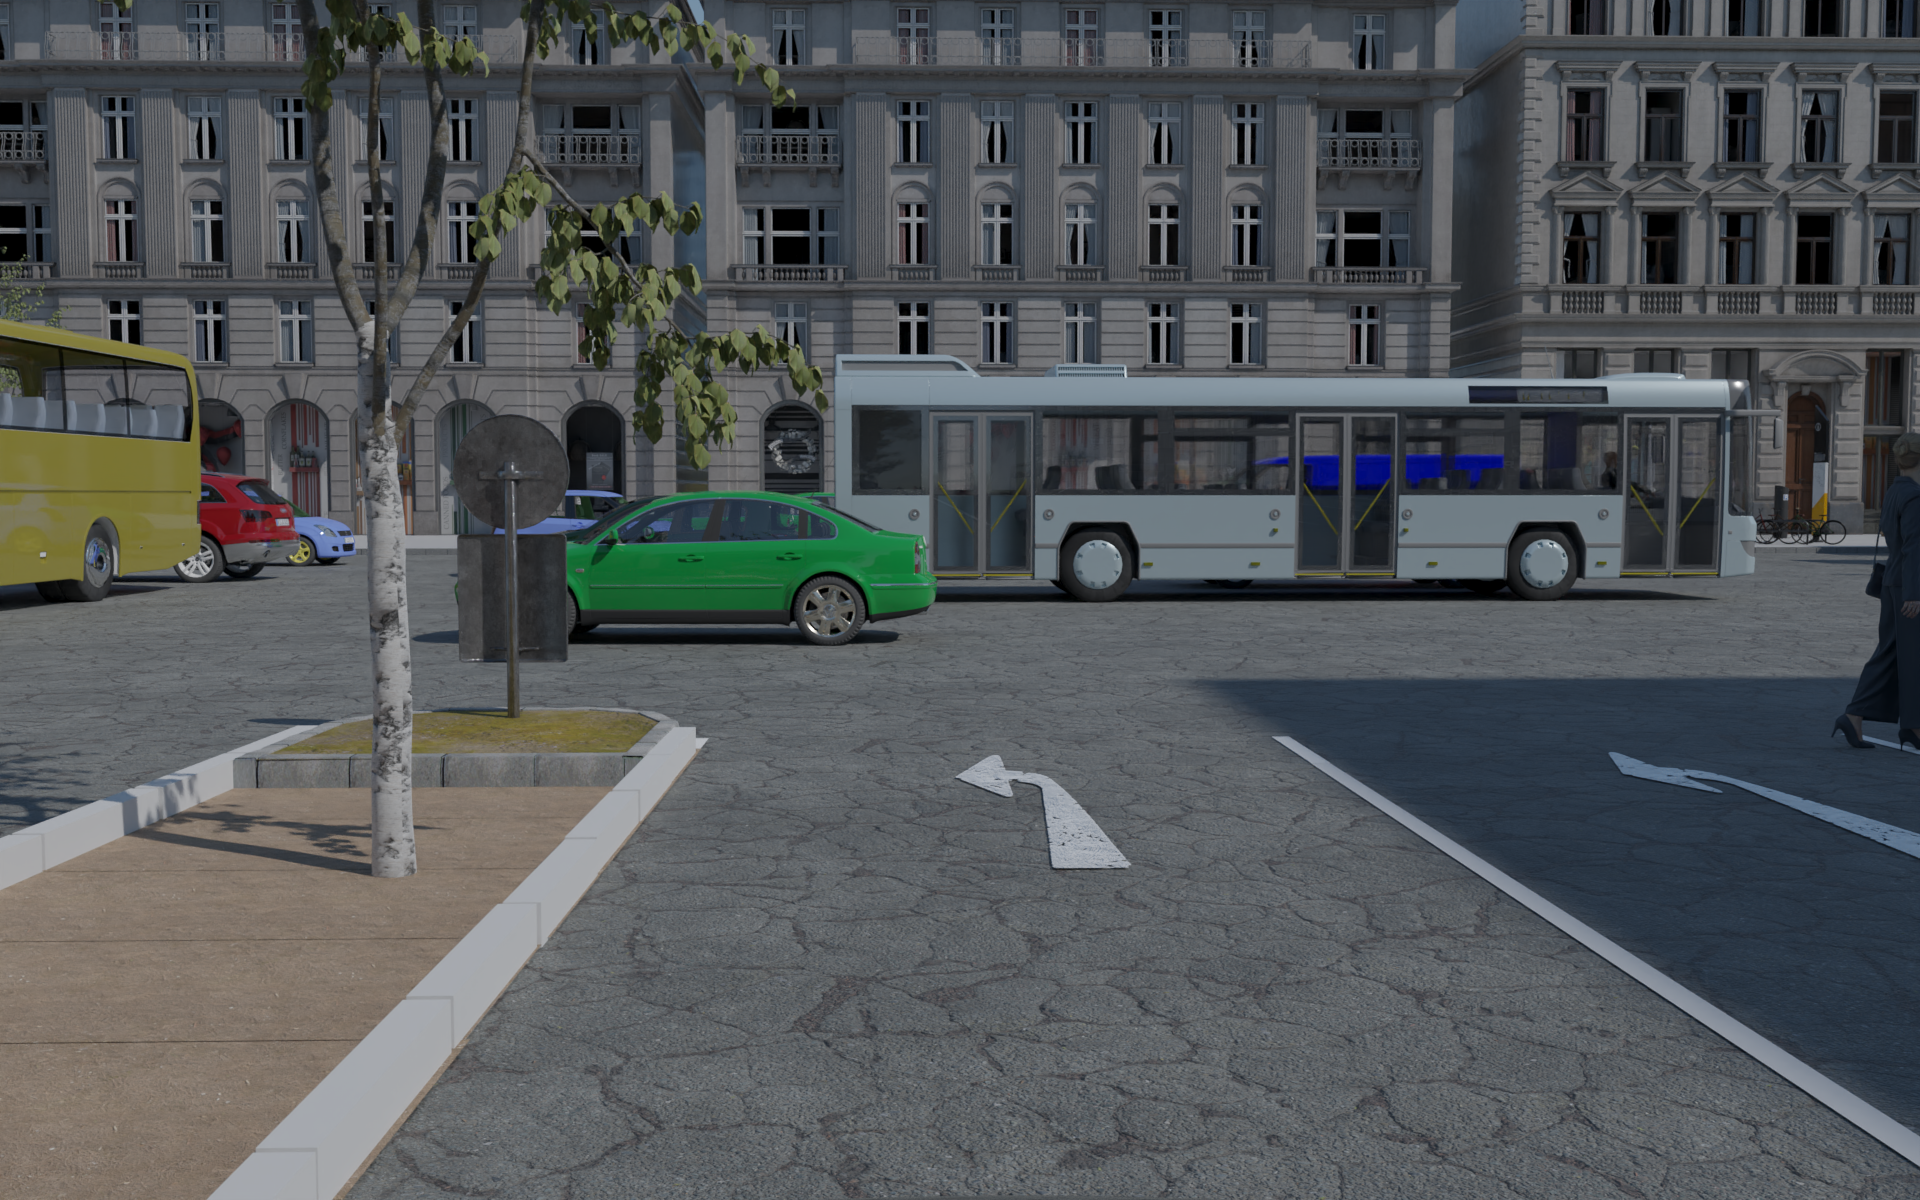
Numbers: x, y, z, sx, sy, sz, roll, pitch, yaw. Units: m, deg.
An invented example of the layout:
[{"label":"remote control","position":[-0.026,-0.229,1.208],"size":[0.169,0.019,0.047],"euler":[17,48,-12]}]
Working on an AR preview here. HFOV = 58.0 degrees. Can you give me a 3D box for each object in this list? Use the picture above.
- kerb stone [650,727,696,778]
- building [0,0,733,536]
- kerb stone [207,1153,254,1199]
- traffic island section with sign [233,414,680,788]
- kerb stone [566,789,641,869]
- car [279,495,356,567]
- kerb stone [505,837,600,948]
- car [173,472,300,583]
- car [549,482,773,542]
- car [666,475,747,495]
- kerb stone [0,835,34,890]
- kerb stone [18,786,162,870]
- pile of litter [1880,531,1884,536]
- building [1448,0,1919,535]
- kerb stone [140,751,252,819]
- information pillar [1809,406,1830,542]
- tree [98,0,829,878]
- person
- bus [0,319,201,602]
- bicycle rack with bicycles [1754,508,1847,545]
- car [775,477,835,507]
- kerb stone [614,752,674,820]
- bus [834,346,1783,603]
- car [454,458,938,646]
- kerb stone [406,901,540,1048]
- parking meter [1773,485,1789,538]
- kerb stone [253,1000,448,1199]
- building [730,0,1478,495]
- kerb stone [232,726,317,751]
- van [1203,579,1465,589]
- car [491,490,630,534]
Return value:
[{"label":"kerb stone","position":[-1.501,0.806,9.049],"size":[0.120,0.150,1.000],"euler":[0,4,-2]},{"label":"building","position":[-20.588,-13.260,58.597],"size":[24.055,21.916,13.314],"euler":[0,4,-2]},{"label":"kerb stone","position":[-1.300,1.181,2.880],"size":[0.120,0.150,1.000],"euler":[0,4,-2]},{"label":"traffic island section with sign","position":[-2.556,-0.073,9.335],"size":[2.006,1.907,1.989],"euler":[0,4,-2]},{"label":"kerb stone","position":[-1.436,0.933,6.994],"size":[0.120,0.150,1.000],"euler":[0,4,-2]},{"label":"car","position":[-14.130,-1.548,34.900],"size":[3.694,1.707,1.945],"euler":[0,4,-1]},{"label":"kerb stone","position":[-1.397,0.998,5.965],"size":[0.120,0.150,1.000],"euler":[0,4,-2]},{"label":"car","position":[-13.780,-1.227,28.739],"size":[5.304,1.827,2.281],"euler":[0,4,-1]},{"label":"car","position":[-3.991,-0.794,22.764],"size":[4.222,1.686,2.009],"euler":[0,4,-4]},{"label":"car","position":[-5.472,-1.514,33.550],"size":[4.718,1.807,1.959],"euler":[0,4,-3]},{"label":"kerb stone","position":[-3.501,0.989,6.020],"size":[0.120,0.150,1.000],"euler":[0,4,-2]},{"label":"kerb stone","position":[-3.536,0.927,7.047],"size":[0.120,0.150,1.000],"euler":[0,4,-2]},{"label":"pile of litter","position":[28.230,-2.323,51.950],"size":[1.176,0.858,1.719],"euler":[2,4,35]},{"label":"building","position":[26.490,-14.044,58.491],"size":[19.941,23.489,11.050],"euler":[0,4,-2]},{"label":"kerb stone","position":[-3.563,0.864,8.073],"size":[0.120,0.150,1.000],"euler":[0,4,-2]},{"label":"information pillar","position":[22.774,-3.333,45.854],"size":[0.183,3.616,0.504],"euler":[-1,4,-11]},{"label":"tree","position":[-2.077,-3.253,6.004],"size":[4.737,8.622,4.395],"euler":[0,3,0]},{"label":"person","position":[5.235,-0.043,9.630],"size":[0.534,1.772,0.576],"euler":[-1,4,-11]},{"label":"bus","position":[-12.575,-1.749,20.141],"size":[2.896,3.916,12.252],"euler":[0,4,-2]},{"label":"bicycle rack with bicycles","position":[21.268,-1.910,44.619],"size":[2.925,0.926,2.852],"euler":[3,5,41]},{"label":"car","position":[-2.567,-1.706,36.697],"size":[4.718,1.807,1.959],"euler":[0,4,-3]},{"label":"kerb stone","position":[-1.464,0.867,8.021],"size":[0.120,0.150,1.000],"euler":[0,4,-2]},{"label":"bus","position":[4.913,-1.786,24.062],"size":[13.247,3.499,2.948],"euler":[0,4,-3]},{"label":"car","position":[-2.580,-0.510,17.128],"size":[4.718,1.807,1.959],"euler":[0,3,0]},{"label":"kerb stone","position":[-1.373,1.058,4.938],"size":[0.120,0.150,1.000],"euler":[0,4,-2]},{"label":"parking meter","position":[23.769,-2.552,50.139],"size":[0.372,1.533,0.369],"euler":[0,3,0]},{"label":"kerb stone","position":[-1.340,1.121,3.907],"size":[0.120,0.150,1.000],"euler":[0,4,-2]},{"label":"building","position":[3.555,-13.297,59.198],"size":[24.055,21.916,13.314],"euler":[0,4,-2]},{"label":"kerb stone","position":[-3.598,0.802,9.110],"size":[0.120,0.150,1.000],"euler":[0,4,-2]},{"label":"van","position":[5.879,-1.383,26.995],"size":[5.245,2.365,2.240],"euler":[0,4,-2]},{"label":"car","position":[-6.271,-1.255,30.106],"size":[3.694,1.707,1.945],"euler":[0,4,0]}]
